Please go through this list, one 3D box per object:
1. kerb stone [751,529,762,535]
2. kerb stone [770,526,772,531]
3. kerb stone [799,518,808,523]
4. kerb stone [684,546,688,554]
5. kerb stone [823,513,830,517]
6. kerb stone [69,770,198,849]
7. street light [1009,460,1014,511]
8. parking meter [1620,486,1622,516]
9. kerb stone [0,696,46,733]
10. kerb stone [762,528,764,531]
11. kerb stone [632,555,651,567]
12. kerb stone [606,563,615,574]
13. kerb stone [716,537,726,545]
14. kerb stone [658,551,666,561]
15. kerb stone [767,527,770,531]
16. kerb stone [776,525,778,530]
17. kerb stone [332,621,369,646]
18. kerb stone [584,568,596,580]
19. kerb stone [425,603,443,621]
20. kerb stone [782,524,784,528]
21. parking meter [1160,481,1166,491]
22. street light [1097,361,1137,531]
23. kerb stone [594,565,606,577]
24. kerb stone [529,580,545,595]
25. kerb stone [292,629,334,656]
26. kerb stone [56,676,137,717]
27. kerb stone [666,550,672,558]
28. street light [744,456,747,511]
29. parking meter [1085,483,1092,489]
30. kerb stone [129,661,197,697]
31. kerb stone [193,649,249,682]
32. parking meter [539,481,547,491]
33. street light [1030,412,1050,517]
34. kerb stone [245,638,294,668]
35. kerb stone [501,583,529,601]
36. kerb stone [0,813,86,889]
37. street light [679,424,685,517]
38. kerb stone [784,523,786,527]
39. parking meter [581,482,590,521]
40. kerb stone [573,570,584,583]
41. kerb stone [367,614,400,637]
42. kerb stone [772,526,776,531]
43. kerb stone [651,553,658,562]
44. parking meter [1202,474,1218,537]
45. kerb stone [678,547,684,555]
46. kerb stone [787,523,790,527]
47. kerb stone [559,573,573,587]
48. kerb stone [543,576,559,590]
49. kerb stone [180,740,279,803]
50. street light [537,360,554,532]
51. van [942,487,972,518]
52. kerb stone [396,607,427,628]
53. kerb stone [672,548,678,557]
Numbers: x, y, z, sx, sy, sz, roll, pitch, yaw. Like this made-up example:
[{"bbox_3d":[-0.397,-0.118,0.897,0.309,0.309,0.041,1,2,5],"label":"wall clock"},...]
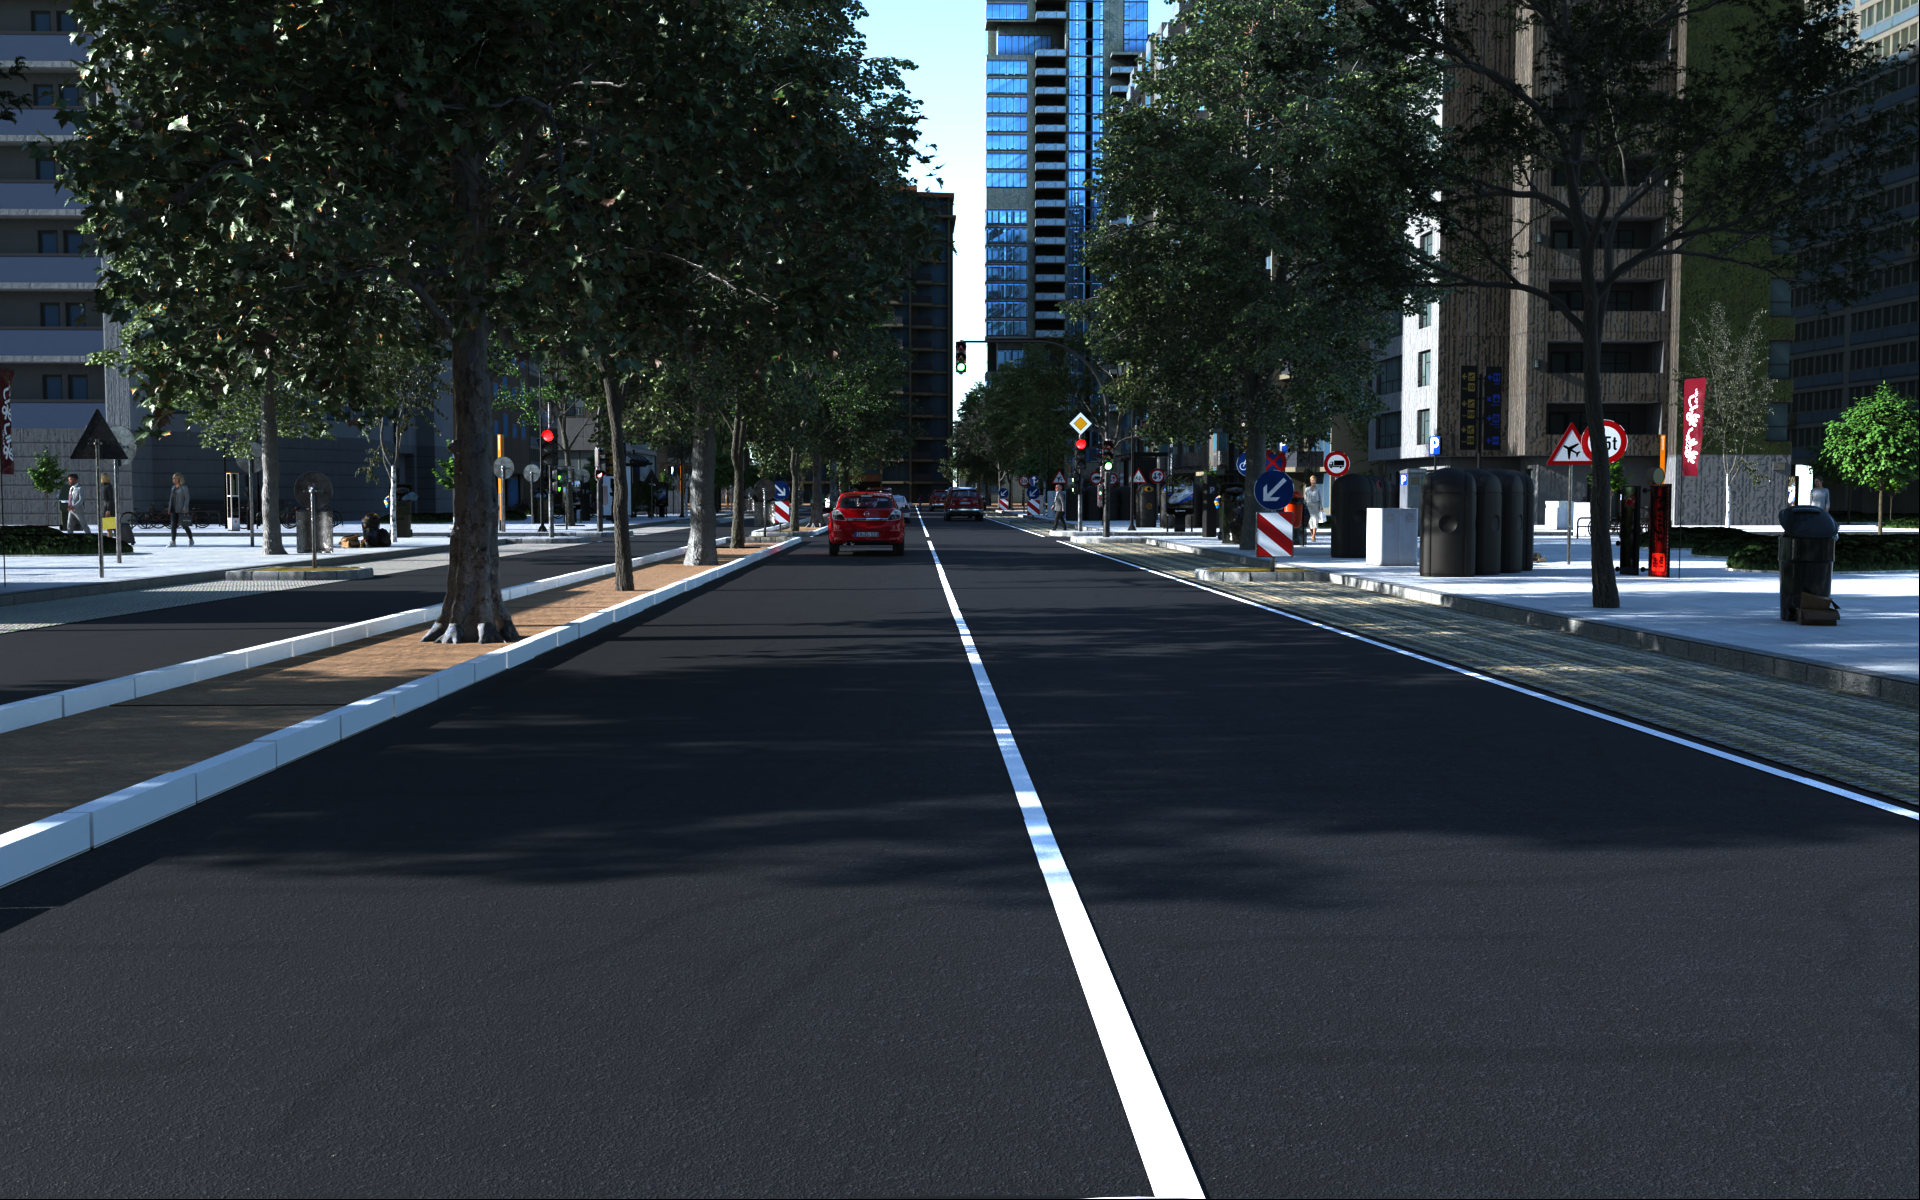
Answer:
[{"bbox_3d":[-7.191,-2.390,61.265,0.120,0.150,1.000,0,4,-2],"label":"kerb stone"},{"bbox_3d":[-7.304,-2.640,65.356,0.120,0.150,1.000,0,4,-2],"label":"kerb stone"},{"bbox_3d":[-7.940,-4.017,87.869,0.120,0.150,1.000,0,4,-2],"label":"kerb stone"},{"bbox_3d":[-6.628,-1.167,41.302,0.120,0.150,1.000,0,4,-2],"label":"kerb stone"},{"bbox_3d":[-8.624,-5.520,112.448,0.120,0.150,1.000,0,4,-2],"label":"kerb stone"},{"bbox_3d":[-3.574,0.899,7.493,0.120,0.150,1.000,0,4,-2],"label":"kerb stone"},{"bbox_3d":[3.483,-9.901,134.428,1.470,5.913,1.316,0,4,-2],"label":"street light"},{"bbox_3d":[19.705,-2.616,51.190,0.372,1.533,0.369,0,3,0],"label":"parking meter"},{"bbox_3d":[-5.769,0.713,10.535,0.120,0.150,1.000,0,4,-2],"label":"kerb stone"},{"bbox_3d":[-7.218,-2.446,62.287,0.120,0.150,1.000,0,4,-2],"label":"kerb stone"},{"bbox_3d":[-6.455,-0.789,35.132,0.120,0.150,1.000,0,4,-2],"label":"kerb stone"},{"bbox_3d":[-6.340,-0.540,31.026,0.120,0.150,1.000,0,4,-2],"label":"kerb stone"},{"bbox_3d":[-6.866,-1.667,49.509,0.120,0.150,1.000,0,4,-2],"label":"kerb stone"},{"bbox_3d":[-6.509,-0.918,37.198,0.120,0.150,1.000,0,4,-2],"label":"kerb stone"},{"bbox_3d":[-7.270,-2.577,64.332,0.120,0.150,1.000,0,4,-2],"label":"kerb stone"},{"bbox_3d":[-7.393,-2.827,68.422,0.120,0.150,1.000,0,4,-2],"label":"kerb stone"},{"bbox_3d":[-5.933,0.339,16.678,0.120,0.150,1.000,0,4,-2],"label":"kerb stone"},{"bbox_3d":[-6.286,-0.411,28.980,0.120,0.150,1.000,0,4,-2],"label":"kerb stone"},{"bbox_3d":[-6.020,0.152,19.753,0.120,0.150,1.000,0,4,-2],"label":"kerb stone"},{"bbox_3d":[-7.477,-3.011,71.488,0.120,0.150,1.000,0,4,-2],"label":"kerb stone"},{"bbox_3d":[9.212,-4.449,78.447,0.255,1.863,0.399,1,4,16],"label":"parking meter"},{"bbox_3d":[5.506,-5.395,60.742,1.470,5.913,1.316,0,4,-2],"label":"street light"},{"bbox_3d":[-6.321,-0.476,30.001,0.120,0.150,1.000,0,4,-2],"label":"kerb stone"},{"bbox_3d":[-6.165,-0.164,24.879,0.120,0.150,1.000,0,4,-2],"label":"kerb stone"},{"bbox_3d":[-5.906,0.400,15.649,0.120,0.150,1.000,0,4,-2],"label":"kerb stone"},{"bbox_3d":[-5.793,0.651,11.557,0.120,0.150,1.000,0,4,-2],"label":"kerb stone"},{"bbox_3d":[-6.544,-0.977,38.219,0.120,0.150,1.000,0,4,-2],"label":"kerb stone"},{"bbox_3d":[-15.852,-9.729,131.603,1.470,5.913,1.316,0,4,-2],"label":"street light"},{"bbox_3d":[6.726,-5.184,90.471,0.255,1.863,0.399,2,4,30],"label":"parking meter"},{"bbox_3d":[-5.826,0.588,12.578,0.120,0.150,1.000,0,4,-2],"label":"kerb stone"},{"bbox_3d":[-5.856,0.526,13.600,0.120,0.150,1.000,0,4,-2],"label":"kerb stone"},{"bbox_3d":[-18.692,-4.406,77.750,0.255,1.863,0.399,-2,4,-33],"label":"parking meter"},{"bbox_3d":[4.489,-7.680,98.103,1.470,5.913,1.316,0,4,-2],"label":"street light"},{"bbox_3d":[-5.882,0.463,14.622,0.120,0.150,1.000,0,4,-2],"label":"kerb stone"},{"bbox_3d":[-6.137,-0.102,23.857,0.120,0.150,1.000,0,4,-2],"label":"kerb stone"},{"bbox_3d":[-3.549,0.962,6.471,0.120,0.150,1.000,0,4,-2],"label":"kerb stone"},{"bbox_3d":[-14.761,-7.500,95.160,1.470,5.913,1.316,0,4,-2],"label":"street light"},{"bbox_3d":[-7.501,-3.077,72.510,0.120,0.150,1.000,0,4,-2],"label":"kerb stone"},{"bbox_3d":[-17.948,-4.727,83.000,0.255,1.863,0.399,2,4,32],"label":"parking meter"},{"bbox_3d":[-6.257,-0.352,27.949,0.120,0.150,1.000,0,4,-2],"label":"kerb stone"},{"bbox_3d":[-5.961,0.275,17.709,0.120,0.150,1.000,0,4,-2],"label":"kerb stone"},{"bbox_3d":[-7.360,-2.757,67.400,0.120,0.150,1.000,0,4,-2],"label":"kerb stone"},{"bbox_3d":[-6.486,-0.854,36.160,0.120,0.150,1.000,0,4,-2],"label":"kerb stone"},{"bbox_3d":[7.425,-2.799,51.467,0.399,1.863,0.255,-2,4,-26],"label":"parking meter"},{"bbox_3d":[-6.598,-1.103,40.273,0.120,0.150,1.000,0,4,-2],"label":"kerb stone"},{"bbox_3d":[-7.585,-3.265,75.584,0.120,0.150,1.000,0,4,-2],"label":"kerb stone"},{"bbox_3d":[-6.221,-0.288,26.926,0.120,0.150,1.000,0,4,-2],"label":"kerb stone"},{"bbox_3d":[-6.198,-0.226,25.904,0.120,0.150,1.000,0,4,-2],"label":"kerb stone"},{"bbox_3d":[-3.607,0.845,8.515,0.120,0.150,1.000,0,4,-2],"label":"kerb stone"},{"bbox_3d":[-13.682,-5.278,58.837,1.470,5.913,1.316,0,4,-2],"label":"street light"},{"bbox_3d":[-0.097,-5.928,103.934,2.013,2.044,4.112,0,4,-1],"label":"van"},{"bbox_3d":[-5.996,0.212,18.731,0.120,0.150,1.000,0,4,-2],"label":"kerb stone"},{"bbox_3d":[-6.572,-1.043,39.243,0.120,0.150,1.000,0,4,-2],"label":"kerb stone"}]
